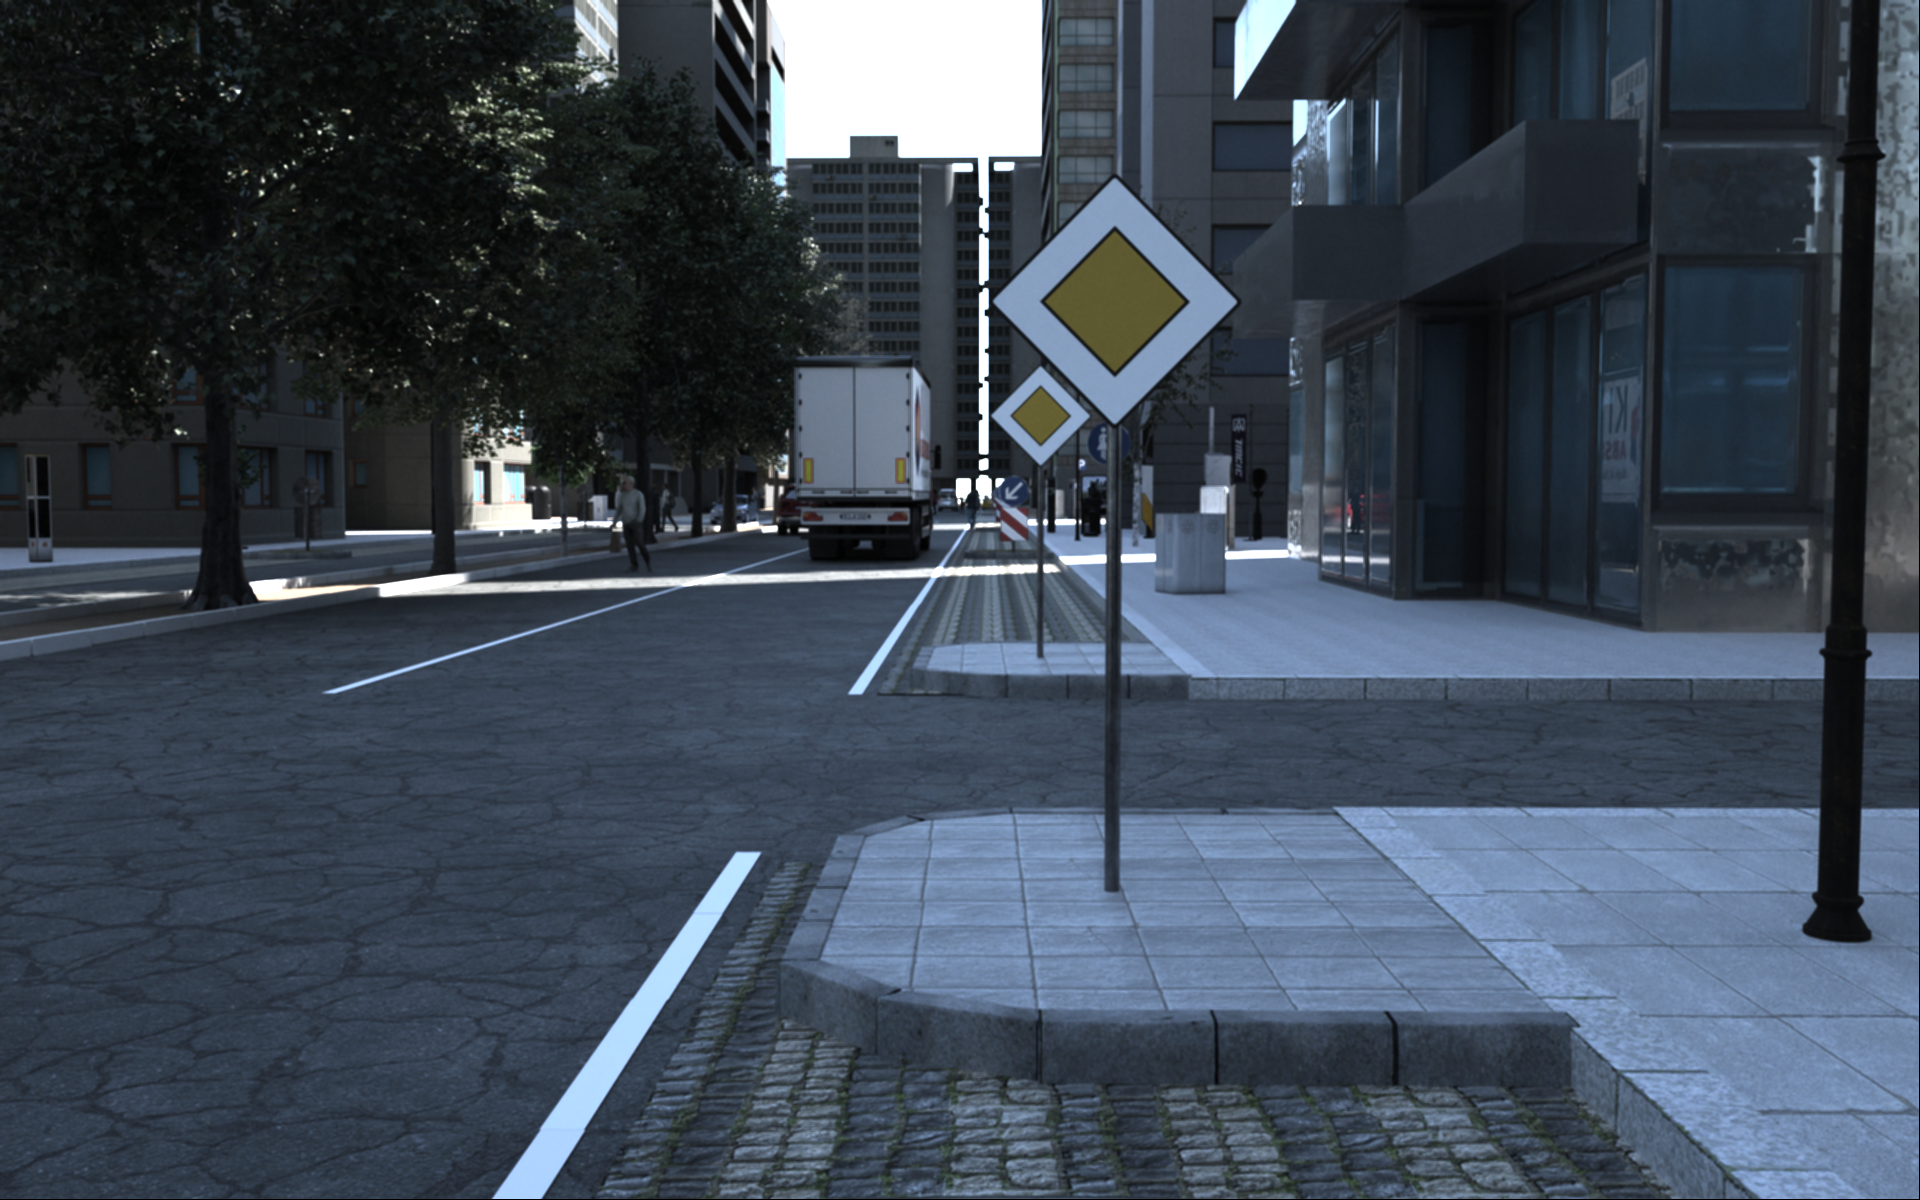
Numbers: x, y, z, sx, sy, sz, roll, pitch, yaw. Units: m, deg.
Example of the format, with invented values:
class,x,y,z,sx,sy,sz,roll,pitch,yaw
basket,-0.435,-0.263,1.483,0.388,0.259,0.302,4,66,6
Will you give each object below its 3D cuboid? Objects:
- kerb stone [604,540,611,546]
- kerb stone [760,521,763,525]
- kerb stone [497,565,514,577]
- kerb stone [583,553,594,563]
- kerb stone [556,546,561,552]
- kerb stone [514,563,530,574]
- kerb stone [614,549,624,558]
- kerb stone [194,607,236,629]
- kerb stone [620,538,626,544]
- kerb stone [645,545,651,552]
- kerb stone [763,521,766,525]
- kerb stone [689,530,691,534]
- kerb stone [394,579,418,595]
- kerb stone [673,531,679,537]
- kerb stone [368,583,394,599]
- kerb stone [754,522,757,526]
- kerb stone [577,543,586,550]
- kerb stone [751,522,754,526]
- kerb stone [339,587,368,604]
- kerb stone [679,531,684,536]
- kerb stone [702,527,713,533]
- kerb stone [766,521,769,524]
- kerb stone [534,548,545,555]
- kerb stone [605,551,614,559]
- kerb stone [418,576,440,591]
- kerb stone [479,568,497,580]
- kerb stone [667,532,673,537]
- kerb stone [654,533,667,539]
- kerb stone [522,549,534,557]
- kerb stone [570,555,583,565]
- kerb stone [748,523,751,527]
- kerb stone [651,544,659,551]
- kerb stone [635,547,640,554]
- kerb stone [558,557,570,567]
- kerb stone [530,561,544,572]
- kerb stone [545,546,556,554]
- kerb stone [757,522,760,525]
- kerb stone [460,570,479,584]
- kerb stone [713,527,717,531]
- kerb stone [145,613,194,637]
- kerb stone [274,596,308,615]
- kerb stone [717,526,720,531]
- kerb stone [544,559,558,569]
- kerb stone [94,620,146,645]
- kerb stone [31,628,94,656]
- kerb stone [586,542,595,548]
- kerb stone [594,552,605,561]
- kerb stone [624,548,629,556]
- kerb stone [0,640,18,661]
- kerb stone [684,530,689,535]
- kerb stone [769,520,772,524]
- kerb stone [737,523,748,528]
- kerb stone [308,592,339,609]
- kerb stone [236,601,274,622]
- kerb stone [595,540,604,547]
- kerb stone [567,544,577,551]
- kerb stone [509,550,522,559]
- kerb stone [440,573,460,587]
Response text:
class,x,y,z,sx,sy,sz,roll,pitch,yaw
kerb stone,-9.813,-1.556,47.631,0.120,0.150,1.000,0,4,1
kerb stone,-9.262,-3.499,79.404,0.120,0.150,1.000,0,4,1
kerb stone,-8.008,-0.487,30.164,0.120,0.150,1.000,0,4,1
kerb stone,-7.903,-0.857,36.302,0.120,0.150,1.000,0,4,1
kerb stone,-9.899,-1.238,42.508,0.120,0.150,1.000,0,4,1
kerb stone,-7.991,-0.547,31.188,0.120,0.150,1.000,0,4,1
kerb stone,-7.855,-1.050,39.379,0.120,0.150,1.000,0,4,1
kerb stone,-8.207,0.205,18.901,0.120,0.150,1.000,0,4,1
kerb stone,-9.759,-1.744,50.715,0.120,0.150,1.000,0,4,1
kerb stone,-7.798,-1.235,42.465,0.120,0.150,1.000,0,4,1
kerb stone,-9.245,-3.561,80.426,0.120,0.150,1.000,0,4,1
kerb stone,-9.586,-2.371,60.959,0.120,0.150,1.000,0,4,1
kerb stone,-8.100,-0.174,25.043,0.120,0.150,1.000,0,4,1
kerb stone,-9.632,-2.182,57.892,0.120,0.150,1.000,0,4,1
kerb stone,-8.119,-0.111,24.017,0.120,0.150,1.000,0,4,1
kerb stone,-9.306,-3.374,77.354,0.120,0.150,1.000,0,4,1
kerb stone,-9.865,-1.364,44.552,0.120,0.150,1.000,0,4,1
kerb stone,-9.314,-3.307,76.323,0.120,0.150,1.000,0,4,1
kerb stone,-8.134,-0.044,22.995,0.120,0.150,1.000,0,4,1
kerb stone,-9.620,-2.246,58.914,0.120,0.150,1.000,0,4,1
kerb stone,-9.511,-2.621,65.047,0.120,0.150,1.000,0,4,1
kerb stone,-9.229,-3.620,81.448,0.120,0.150,1.000,0,4,1
kerb stone,-9.943,-1.116,40.460,0.120,0.150,1.000,0,4,1
kerb stone,-7.876,-0.988,38.351,0.120,0.150,1.000,0,4,1
kerb stone,-8.084,-0.237,26.075,0.120,0.150,1.000,0,4,1
kerb stone,-8.037,-0.422,29.142,0.120,0.150,1.000,0,4,1
kerb stone,-9.656,-2.121,56.869,0.120,0.150,1.000,0,4,1
kerb stone,-9.669,-2.058,55.847,0.120,0.150,1.000,0,4,1
kerb stone,-9.953,-1.050,39.431,0.120,0.150,1.000,0,4,1
kerb stone,-7.919,-0.800,35.280,0.120,0.150,1.000,0,4,1
kerb stone,-9.338,-3.246,75.295,0.120,0.150,1.000,0,4,1
kerb stone,-7.785,-1.302,43.487,0.120,0.150,1.000,0,4,1
kerb stone,-7.821,-1.177,41.442,0.120,0.150,1.000,0,4,1
kerb stone,-7.939,-0.736,34.258,0.120,0.150,1.000,0,4,1
kerb stone,-7.979,-0.612,32.210,0.120,0.150,1.000,0,4,1
kerb stone,-9.918,-1.173,41.482,0.120,0.150,1.000,0,4,1
kerb stone,-9.278,-3.436,78.382,0.120,0.150,1.000,0,4,1
kerb stone,-8.055,-0.360,28.120,0.120,0.150,1.000,0,4,1
kerb stone,-9.496,-2.681,66.071,0.120,0.150,1.000,0,4,1
kerb stone,-8.226,0.264,17.879,0.120,0.150,1.000,0,4,1
kerb stone,-8.173,0.076,20.951,0.120,0.150,1.000,0,4,1
kerb stone,-9.480,-2.746,67.099,0.120,0.150,1.000,0,4,1
kerb stone,-7.957,-0.669,33.233,0.120,0.150,1.000,0,4,1
kerb stone,-8.248,0.331,16.857,0.120,0.150,1.000,0,4,1
kerb stone,-8.255,0.390,15.827,0.120,0.150,1.000,0,4,1
kerb stone,-9.850,-1.430,45.580,0.120,0.150,1.000,0,4,1
kerb stone,-7.887,-0.923,37.329,0.120,0.150,1.000,0,4,1
kerb stone,-7.834,-1.112,40.412,0.120,0.150,1.000,0,4,1
kerb stone,-8.277,0.455,14.800,0.120,0.150,1.000,0,4,1
kerb stone,-9.604,-2.303,59.937,0.120,0.150,1.000,0,4,1
kerb stone,-9.213,-3.687,82.479,0.120,0.150,1.000,0,4,1
kerb stone,-9.347,-3.185,74.273,0.120,0.150,1.000,0,4,1
kerb stone,-8.154,0.014,21.973,0.120,0.150,1.000,0,4,1
kerb stone,-8.186,0.141,19.929,0.120,0.150,1.000,0,4,1
kerb stone,-9.833,-1.492,46.609,0.120,0.150,1.000,0,4,1
kerb stone,-9.881,-1.300,43.530,0.120,0.150,1.000,0,4,1
kerb stone,-9.973,-0.992,38.408,0.120,0.150,1.000,0,4,1
kerb stone,-8.069,-0.300,27.097,0.120,0.150,1.000,0,4,1
